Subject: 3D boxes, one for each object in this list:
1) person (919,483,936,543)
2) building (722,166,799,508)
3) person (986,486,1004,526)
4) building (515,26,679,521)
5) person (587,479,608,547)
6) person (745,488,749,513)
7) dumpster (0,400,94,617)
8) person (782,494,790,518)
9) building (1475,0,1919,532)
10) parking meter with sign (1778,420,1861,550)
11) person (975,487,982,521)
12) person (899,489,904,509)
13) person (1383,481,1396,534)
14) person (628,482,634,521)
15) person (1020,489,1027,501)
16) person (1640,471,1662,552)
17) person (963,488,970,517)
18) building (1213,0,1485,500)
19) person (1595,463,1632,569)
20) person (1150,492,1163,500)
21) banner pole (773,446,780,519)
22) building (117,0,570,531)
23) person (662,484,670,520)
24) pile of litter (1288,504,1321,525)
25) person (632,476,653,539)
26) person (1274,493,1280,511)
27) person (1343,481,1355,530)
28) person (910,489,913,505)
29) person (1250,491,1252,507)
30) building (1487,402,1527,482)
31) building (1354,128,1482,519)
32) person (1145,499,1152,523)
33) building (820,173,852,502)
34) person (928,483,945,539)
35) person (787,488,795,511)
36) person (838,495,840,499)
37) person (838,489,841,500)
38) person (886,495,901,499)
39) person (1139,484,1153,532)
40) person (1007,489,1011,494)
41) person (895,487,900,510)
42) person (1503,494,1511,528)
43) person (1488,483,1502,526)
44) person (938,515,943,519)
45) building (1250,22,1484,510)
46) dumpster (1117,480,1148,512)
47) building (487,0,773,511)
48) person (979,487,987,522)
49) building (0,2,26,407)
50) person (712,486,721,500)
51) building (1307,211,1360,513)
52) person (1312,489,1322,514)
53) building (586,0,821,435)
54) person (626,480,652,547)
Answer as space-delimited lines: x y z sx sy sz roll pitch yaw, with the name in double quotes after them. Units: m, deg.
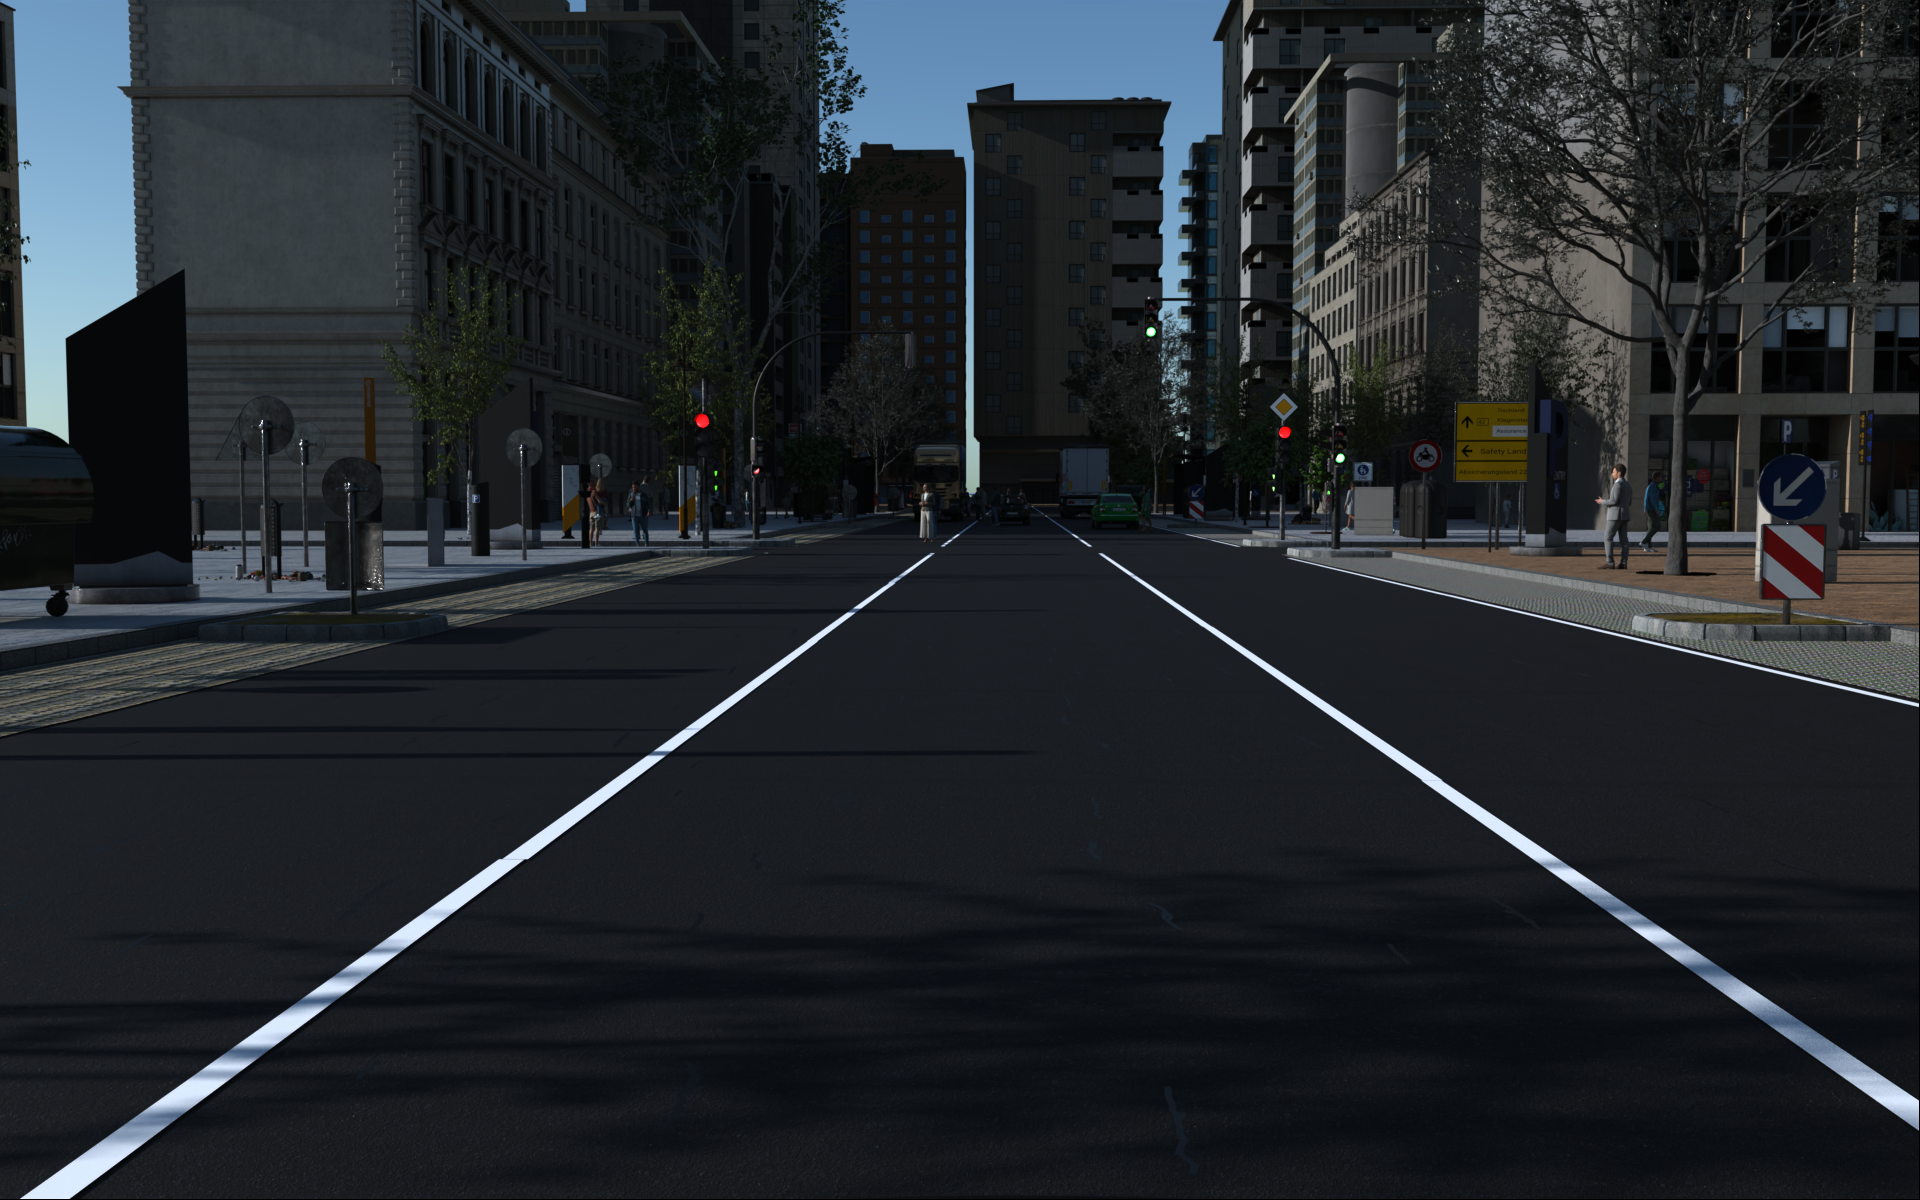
-0.996 -2.572 51.096 0.519 1.759 0.362 3 4 36 "person"
-22.359 -23.473 155.483 14.160 30.474 14.107 0 4 2 "building"
1.597 -4.220 77.838 0.721 1.781 0.623 2 4 25 "person"
-26.061 -15.960 94.222 16.112 22.955 30.059 0 4 2 "building"
-9.417 -2.230 44.939 0.580 1.828 0.573 0 4 -4 "person"
-14.745 -6.976 120.442 0.623 1.781 0.721 2 4 32 "person"
-9.868 -0.903 17.266 1.502 2.255 1.985 0 4 2 "dumpster"
-9.164 -4.945 91.165 0.475 1.303 0.640 -3 5 -40 "person"
39.869 -16.052 66.967 34.151 26.468 19.350 0 4 2 "building"
19.913 -2.681 40.091 0.543 3.016 1.738 -3 5 -40 "parking meter with sign"
1.015 -5.163 93.090 0.473 1.802 0.592 1 4 14 "person"
-4.983 -8.570 146.828 0.621 1.740 0.551 -3 5 -41 "person"
13.839 -3.011 56.116 0.563 1.720 0.643 0 4 -1 "person"
-15.195 -4.574 80.929 0.850 1.850 0.679 3 5 41 "person"
4.187 -6.585 116.526 0.716 1.782 0.532 -2 4 -33 "person"
15.248 -1.947 38.221 0.444 1.785 0.601 1 4 20 "person"
0.256 -6.020 106.834 0.836 1.842 0.656 3 5 43 "person"
40.983 -35.677 172.556 28.713 52.752 27.495 0 4 2 "building"
11.175 -1.429 29.603 0.583 1.804 0.606 3 5 41 "person"
15.672 -8.032 138.045 1.217 1.739 0.721 -1 4 -10 "person"
-9.516 -6.116 90.020 0.401 3.779 0.863 -1 4 -14 "banner pole"
-23.506 -14.696 69.161 11.050 23.489 19.941 0 4 2 "building"
-14.787 -4.952 87.104 0.391 1.810 0.635 0 4 -3 "person"
14.731 -3.617 73.095 1.719 0.858 1.176 1 4 15 "pile of litter"
-8.989 -2.616 48.989 0.592 1.802 0.473 0 4 -5 "person"
23.549 -7.271 128.107 0.628 1.438 0.799 0 4 -4 "person"
13.941 -3.338 61.371 0.760 1.731 0.466 2 4 24 "person"
-5.396 -11.655 196.539 0.705 1.831 1.348 2 4 25 "person"
20.275 -6.942 119.763 0.478 1.798 0.641 2 4 26 "person"
64.175 -30.354 179.889 14.086 41.232 14.154 0 4 2 "building"
28.475 -15.117 96.317 9.793 20.994 18.267 0 4 2 "building"
9.309 -4.616 86.575 0.523 1.515 0.503 -1 4 -16 "person"
-27.808 -35.129 228.976 28.867 44.769 22.147 0 4 2 "building"
-0.848 -2.850 55.447 0.721 1.781 0.623 2 4 24 "person"
-12.611 -7.518 129.510 0.990 1.755 0.434 -1 4 -14 "person"
-9.287 -7.418 130.594 0.557 1.426 1.065 -3 5 -40 "person"
-9.926 -8.236 141.618 0.541 1.710 0.530 -2 4 -28 "person"
-5.078 -7.666 132.104 1.217 1.735 0.721 0 4 8 "person"
7.055 -3.471 65.496 0.529 1.795 0.600 0 4 -8 "person"
3.362 -6.423 113.795 0.573 1.790 0.520 0 4 3 "person"
-5.003 -7.891 134.931 0.709 1.838 0.599 -2 4 -31 "person"
20.739 -3.381 65.594 0.394 1.301 0.425 -3 4 -37 "person"
21.259 -3.844 68.986 0.391 1.810 0.635 -2 4 -23 "person"
-1.110 -5.479 100.683 0.503 1.515 0.523 1 4 15 "person"
41.593 -27.849 147.212 32.217 40.220 23.993 0 4 2 "building"
10.526 -6.158 105.631 1.985 2.255 1.502 0 4 2 "dumpster"
-31.830 -27.172 136.142 32.217 40.220 23.993 0 4 2 "building"
1.194 -4.947 89.485 0.391 1.810 0.635 0 4 -4 "person"
-60.213 -16.242 70.074 34.151 26.468 19.350 0 4 2 "building"
-12.700 -5.148 90.241 0.581 1.822 0.654 0 4 -6 "person"
29.689 -15.874 114.289 10.420 20.320 16.860 0 4 2 "building"
22.487 -6.316 109.327 0.660 1.820 0.620 -3 4 -36 "person"
-25.593 -45.239 177.907 20.611 71.187 20.563 0 4 2 "building"
-8.226 -2.174 44.395 0.623 1.781 0.721 -1 4 -14 "person"
